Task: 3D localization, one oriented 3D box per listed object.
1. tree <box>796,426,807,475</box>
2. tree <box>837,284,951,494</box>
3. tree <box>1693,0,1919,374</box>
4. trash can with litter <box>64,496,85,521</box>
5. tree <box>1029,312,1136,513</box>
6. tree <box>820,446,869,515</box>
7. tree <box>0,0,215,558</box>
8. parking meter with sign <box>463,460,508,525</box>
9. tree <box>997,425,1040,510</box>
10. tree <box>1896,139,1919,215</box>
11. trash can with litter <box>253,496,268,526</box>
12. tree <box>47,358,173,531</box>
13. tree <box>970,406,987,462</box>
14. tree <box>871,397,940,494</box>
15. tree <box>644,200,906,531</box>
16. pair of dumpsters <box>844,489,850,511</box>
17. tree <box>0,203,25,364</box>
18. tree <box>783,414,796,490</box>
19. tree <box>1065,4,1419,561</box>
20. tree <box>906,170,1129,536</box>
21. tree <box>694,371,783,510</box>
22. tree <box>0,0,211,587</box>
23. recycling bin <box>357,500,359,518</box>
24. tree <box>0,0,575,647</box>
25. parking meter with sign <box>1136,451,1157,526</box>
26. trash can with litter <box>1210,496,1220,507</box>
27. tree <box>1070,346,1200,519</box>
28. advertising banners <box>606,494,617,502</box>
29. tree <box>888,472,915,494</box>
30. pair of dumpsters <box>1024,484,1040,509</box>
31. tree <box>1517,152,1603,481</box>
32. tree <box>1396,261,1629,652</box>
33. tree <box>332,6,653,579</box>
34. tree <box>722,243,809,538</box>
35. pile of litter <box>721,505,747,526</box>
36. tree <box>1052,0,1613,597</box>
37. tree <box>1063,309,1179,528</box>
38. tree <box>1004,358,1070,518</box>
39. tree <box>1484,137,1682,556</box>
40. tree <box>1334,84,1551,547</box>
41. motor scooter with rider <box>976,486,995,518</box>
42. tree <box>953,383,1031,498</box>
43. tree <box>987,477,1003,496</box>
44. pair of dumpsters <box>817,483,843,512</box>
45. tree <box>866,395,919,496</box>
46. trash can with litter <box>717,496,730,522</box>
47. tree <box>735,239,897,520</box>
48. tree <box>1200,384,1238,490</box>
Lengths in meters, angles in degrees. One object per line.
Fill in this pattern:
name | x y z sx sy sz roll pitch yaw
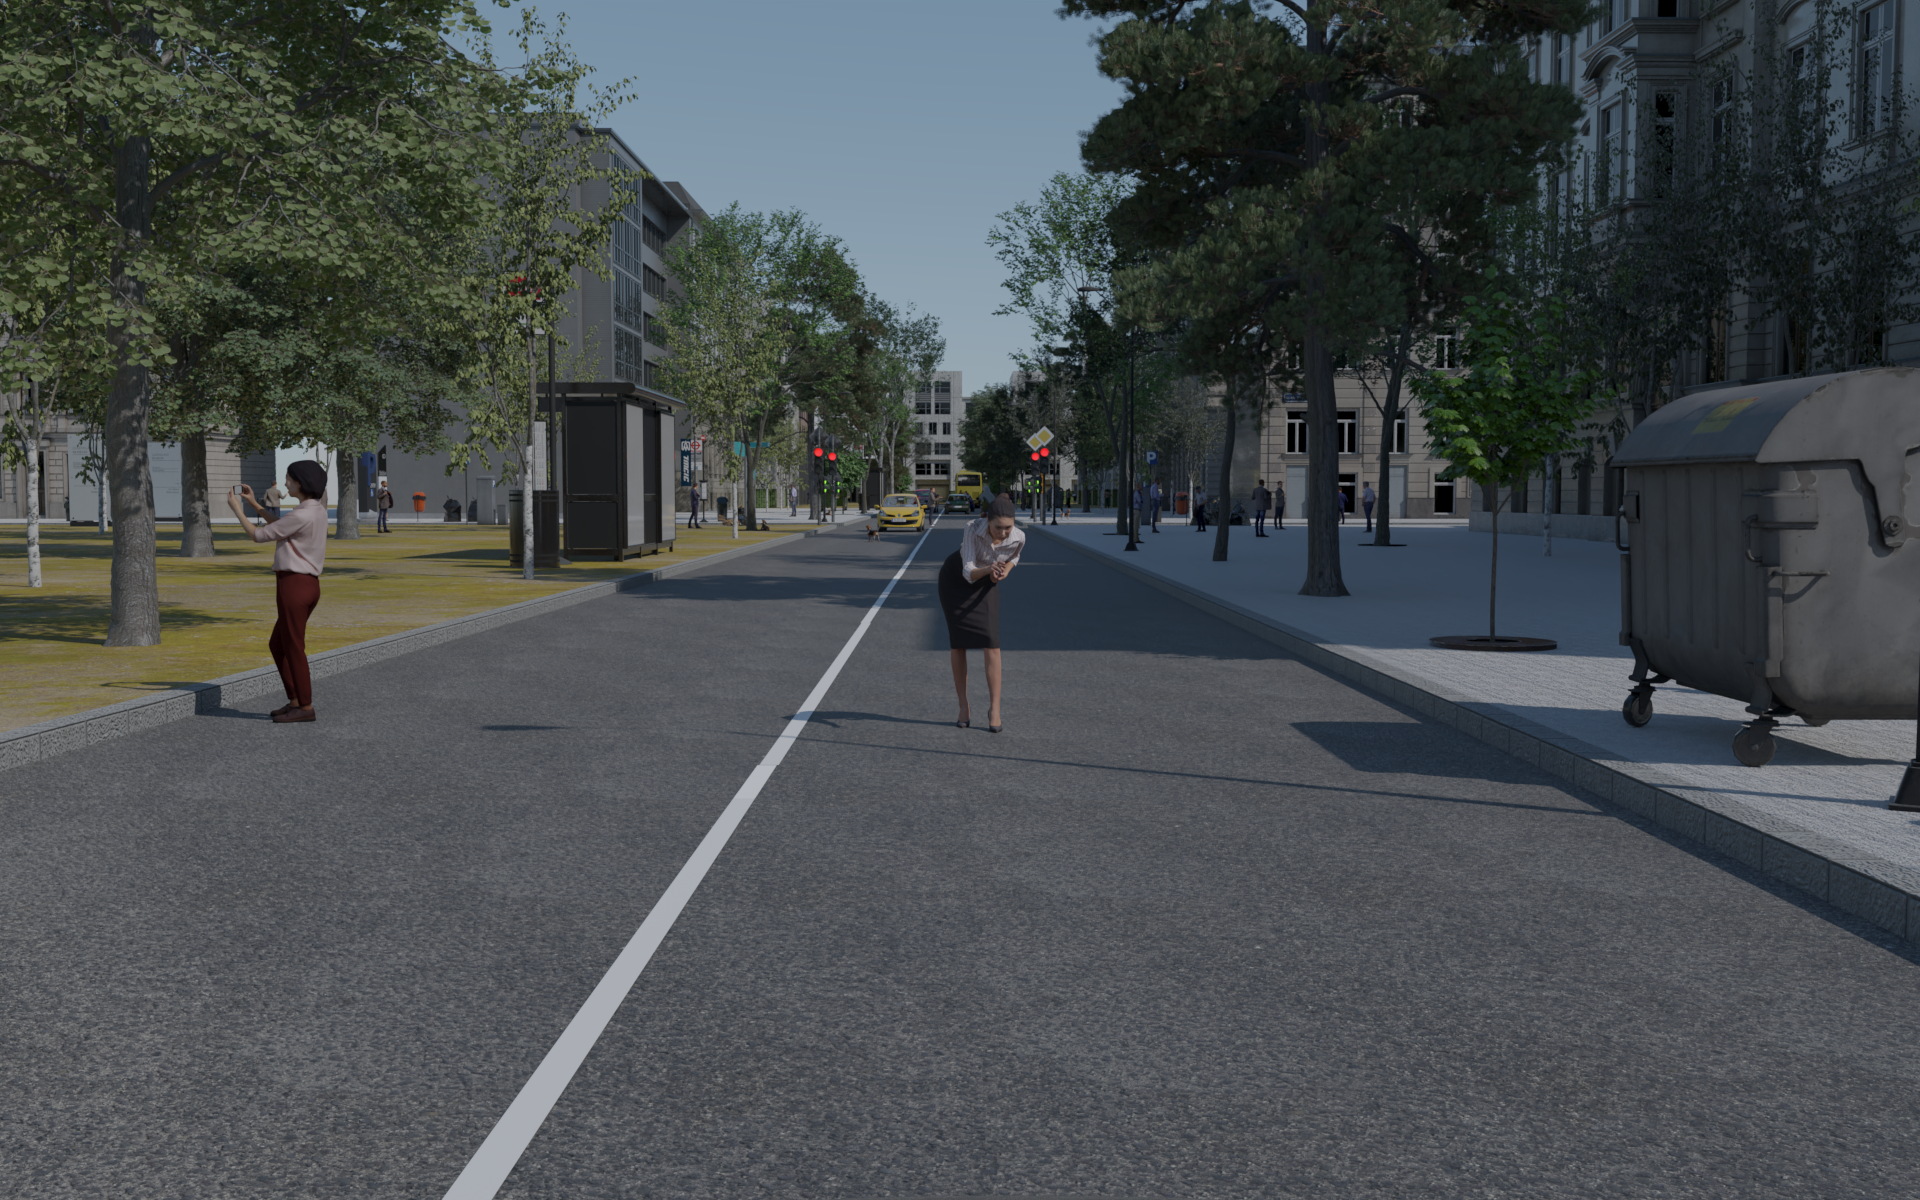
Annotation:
tree | -14.444 -11.715 141.909 4.360 8.622 3.978 0 3 0
tree | -6.912 -18.205 153.544 12.611 20.169 13.585 0 3 0
tree | 11.880 -4.495 23.856 4.360 8.622 3.978 0 3 0
trash can with litter | -41.509 -4.280 81.364 1.055 1.170 0.624 0 4 4
tree | 8.587 -13.007 120.085 7.806 13.903 7.818 0 3 0
tree | -7.291 -7.598 107.942 4.285 4.588 4.351 0 3 0
tree | -15.460 -7.845 34.928 9.857 13.997 8.962 0 3 0
parking meter with sign | -19.612 -4.612 71.669 1.738 3.016 0.543 0 4 3
tree | 4.724 -11.696 141.595 4.737 8.622 4.395 0 3 0
tree | 12.857 -4.193 18.910 4.737 8.622 4.395 0 3 0
trash can with litter | -27.645 -3.590 69.747 1.678 1.210 2.233 2 4 32
tree | -29.863 -6.753 60.771 4.360 8.622 3.978 0 3 0
tree | 4.898 -10.338 103.443 8.767 10.594 7.601 0 4 -1
tree | -7.249 -18.767 217.215 12.009 13.543 11.850 0 3 0
tree | -7.206 -8.231 60.339 9.928 11.665 9.643 0 3 0
pair of dumpsters | -9.334 -8.009 133.444 1.574 2.255 4.436 0 3 0
tree | -29.443 -7.452 47.601 9.928 11.665 9.643 0 3 0
tree | -14.221 -10.207 117.253 4.360 8.622 3.978 0 3 0
tree | 5.309 -6.016 32.767 7.601 10.594 8.767 1 4 15
tree | 4.911 -7.830 53.782 9.928 11.665 9.643 0 3 0
tree | -12.857 -9.030 98.000 4.360 8.622 3.978 0 3 0
tree | -12.670 -4.497 23.891 4.737 8.622 4.395 0 3 0
recycling bin | -28.008 -4.145 80.331 0.722 1.027 0.722 1 4 19
tree | -6.861 -5.911 14.772 7.486 12.596 7.792 0 3 0
parking meter with sign | 7.532 -4.574 71.049 0.543 3.016 1.738 -1 4 -14
trash can with litter | 11.819 -4.284 81.426 1.055 1.170 0.624 2 4 31
tree | 8.233 -8.016 81.420 4.360 8.622 3.978 0 3 0
advertising banners | -13.647 -4.390 67.966 2.074 3.025 0.090 1 4 23
tree | -6.629 -13.001 196.272 4.285 4.588 4.351 0 3 0
pair of dumpsters | 6.395 -9.021 149.980 1.574 2.255 4.436 0 4 0
tree | 11.752 -4.830 29.331 4.360 8.622 3.978 0 3 0
tree | 4.427 -1.224 14.616 1.663 3.219 1.824 0 3 0
tree | -6.763 -4.626 25.991 4.737 8.622 4.395 0 3 0
tree | -6.754 -6.092 49.975 4.737 8.622 4.395 0 3 0
pile of litter | -9.110 -3.403 69.598 1.176 0.858 1.719 1 4 22
tree | 4.526 -6.082 21.504 6.751 12.117 7.091 0 3 0
tree | 6.484 -6.982 64.520 4.737 8.622 4.395 0 3 0
tree | 4.847 -8.767 93.708 4.360 8.622 3.978 0 3 0
tree | 12.348 -5.207 35.490 4.737 8.622 4.395 0 3 0
tree | 10.560 -7.128 42.292 9.928 11.665 9.643 0 3 0
motor scooter with rider | 1.025 -3.302 62.951 0.876 1.779 1.986 0 4 -1
tree | 4.251 -17.646 195.164 9.857 13.997 8.962 0 3 0
tree | 4.032 -13.239 211.058 1.663 3.219 1.824 0 3 0
pair of dumpsters | -9.605 -7.516 125.373 1.574 2.255 4.436 0 4 0
tree | -8.068 -16.356 189.479 6.751 12.117 7.091 0 3 0
trash can with litter | -11.018 -4.235 80.629 0.624 1.170 1.055 -1 4 -8
tree | -7.518 -10.920 85.966 7.806 13.903 7.818 0 3 0
tree | 12.085 -8.459 88.667 4.360 8.622 3.978 0 3 0
